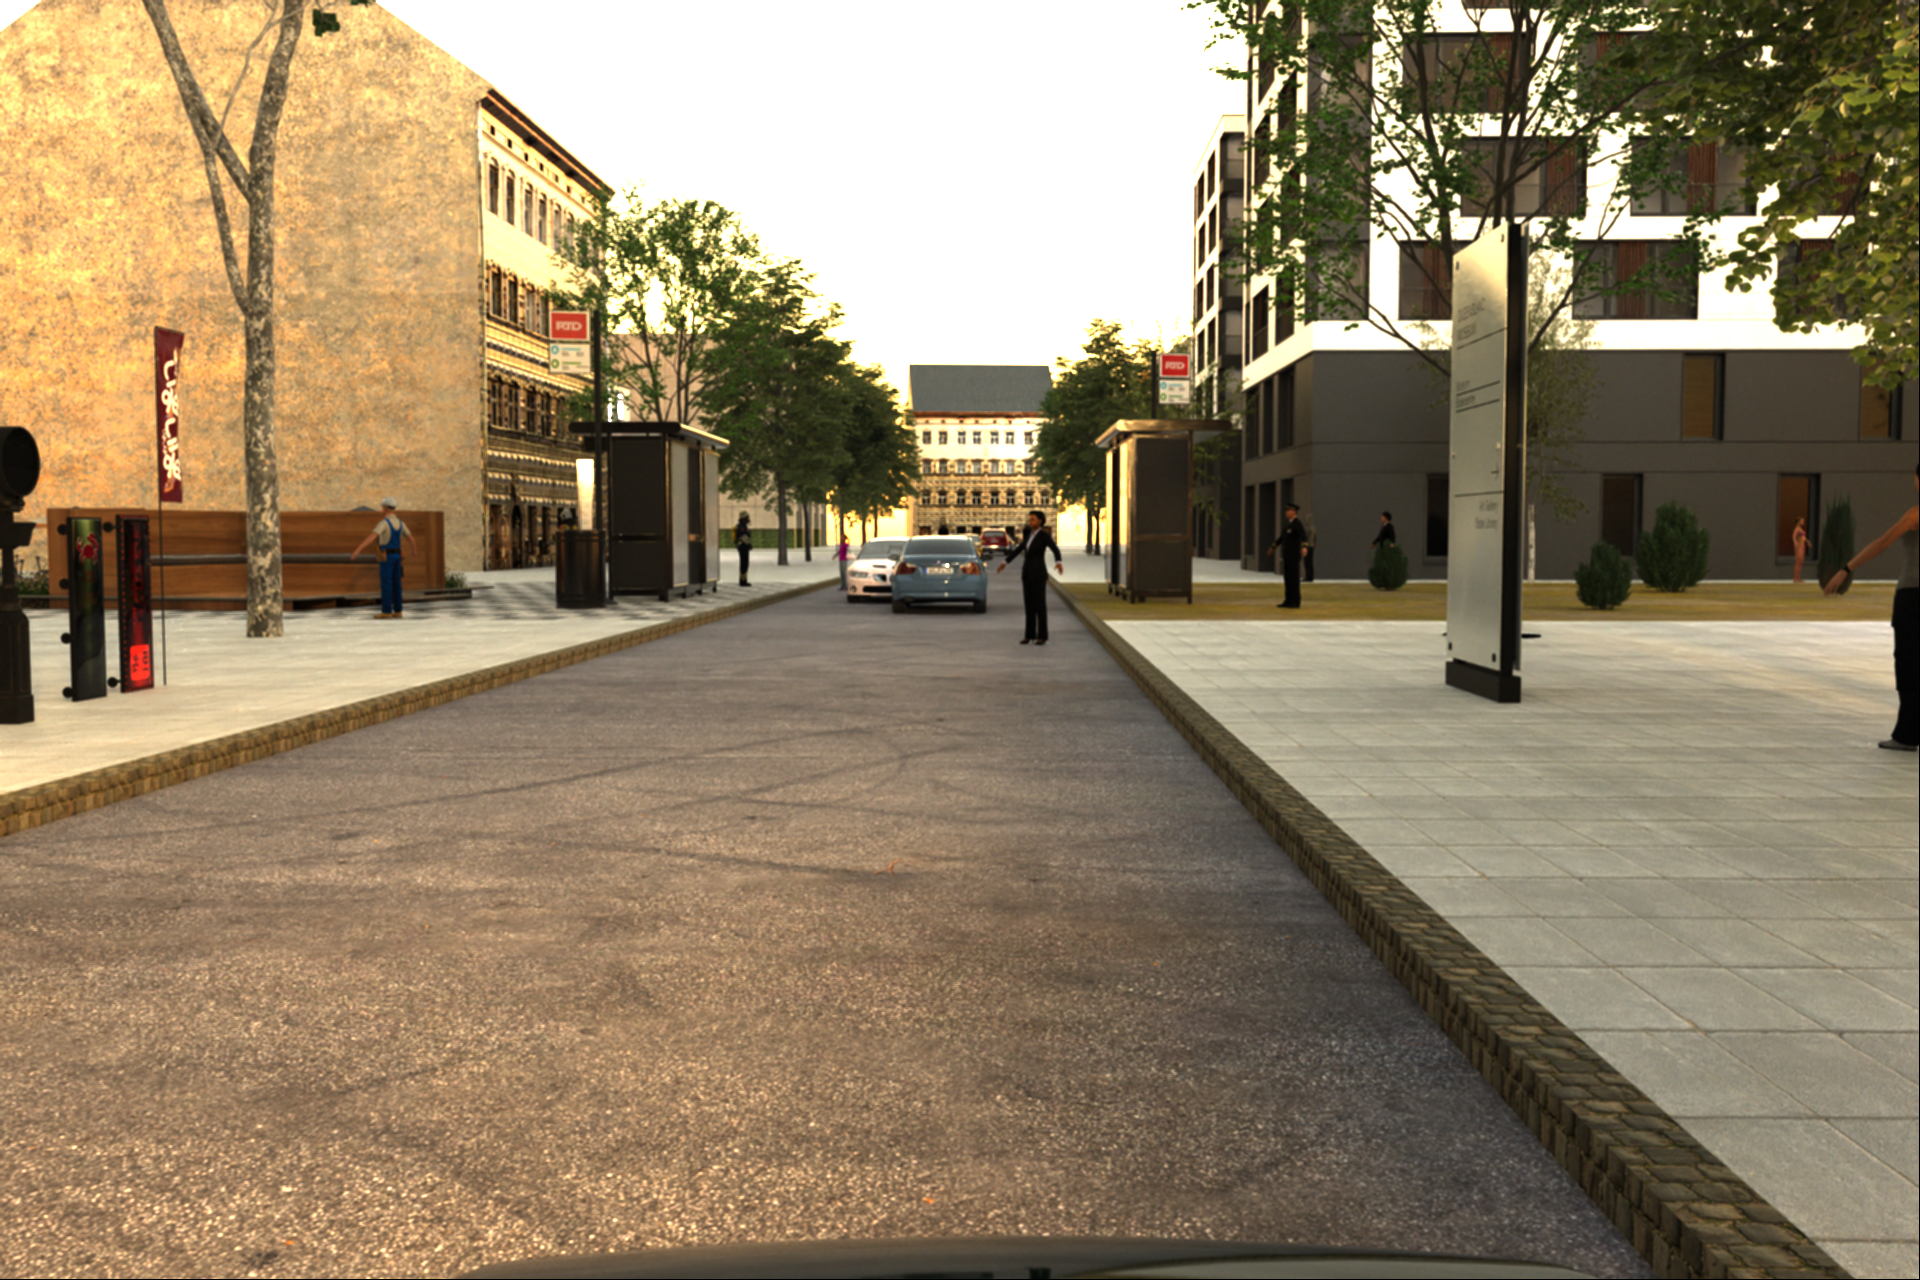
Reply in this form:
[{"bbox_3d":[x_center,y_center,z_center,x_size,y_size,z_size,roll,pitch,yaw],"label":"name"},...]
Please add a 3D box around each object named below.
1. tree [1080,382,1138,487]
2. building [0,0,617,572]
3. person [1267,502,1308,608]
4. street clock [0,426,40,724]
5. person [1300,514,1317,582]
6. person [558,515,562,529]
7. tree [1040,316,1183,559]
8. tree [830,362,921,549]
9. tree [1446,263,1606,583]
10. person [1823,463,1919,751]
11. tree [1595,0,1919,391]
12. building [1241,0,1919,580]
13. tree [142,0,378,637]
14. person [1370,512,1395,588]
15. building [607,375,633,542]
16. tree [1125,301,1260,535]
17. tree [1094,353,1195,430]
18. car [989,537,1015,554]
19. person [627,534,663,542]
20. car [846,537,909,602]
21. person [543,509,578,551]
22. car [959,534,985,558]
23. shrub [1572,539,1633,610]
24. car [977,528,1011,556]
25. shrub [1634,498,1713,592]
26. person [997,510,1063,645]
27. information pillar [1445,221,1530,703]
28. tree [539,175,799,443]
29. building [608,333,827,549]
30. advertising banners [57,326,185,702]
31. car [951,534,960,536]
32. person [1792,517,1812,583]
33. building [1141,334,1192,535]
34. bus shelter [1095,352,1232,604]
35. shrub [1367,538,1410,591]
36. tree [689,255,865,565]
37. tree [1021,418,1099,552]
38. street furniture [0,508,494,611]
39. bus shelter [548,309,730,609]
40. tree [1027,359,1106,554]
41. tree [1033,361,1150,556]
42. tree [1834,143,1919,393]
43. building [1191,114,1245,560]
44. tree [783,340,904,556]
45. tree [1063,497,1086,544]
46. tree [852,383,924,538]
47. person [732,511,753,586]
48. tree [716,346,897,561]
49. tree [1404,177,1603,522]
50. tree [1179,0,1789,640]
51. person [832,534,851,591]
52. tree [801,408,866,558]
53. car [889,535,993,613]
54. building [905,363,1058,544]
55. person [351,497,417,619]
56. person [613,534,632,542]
[{"bbox_3d":[7.699,-8.170,83.941,4.360,8.622,3.978,0,3,0],"label":"tree"},{"bbox_3d":[-25.133,-14.486,67.777,19.493,23.208,18.063,0,4,2],"label":"building"},{"bbox_3d":[5.757,-1.483,30.184,0.705,1.837,1.347,-1,4,-17],"label":"person"},{"bbox_3d":[-6.433,-0.437,11.709,0.358,2.002,0.471,0,4,1],"label":"street clock"},{"bbox_3d":[9.322,-2.468,46.472,0.705,1.813,1.348,2,4,32],"label":"person"},{"bbox_3d":[-10.579,-2.468,46.493,0.704,1.843,1.345,0,4,6],"label":"person"},{"bbox_3d":[7.874,-10.562,90.809,7.486,12.596,7.792,0,3,0],"label":"tree"},{"bbox_3d":[-6.247,-12.035,114.906,7.486,12.596,7.792,0,3,0],"label":"tree"},{"bbox_3d":[15.066,-5.797,45.144,4.360,8.622,3.978,0,3,0],"label":"tree"},{"bbox_3d":[5.719,-0.217,10.356,1.217,1.737,0.721,-1,4,-14],"label":"person"},{"bbox_3d":[6.209,-5.460,7.396,7.486,12.596,7.792,0,3,0],"label":"tree"},{"bbox_3d":[24.121,-13.457,63.989,27.936,21.610,32.646,0,4,1],"label":"building"},{"bbox_3d":[-9.893,-10.159,21.981,12.611,20.169,13.585,0,3,0],"label":"tree"},{"bbox_3d":[10.202,-2.167,41.616,0.705,1.806,1.347,0,4,-8],"label":"person"},{"bbox_3d":[-22.165,-9.253,93.428,9.099,9.664,28.070,0,4,1],"label":"building"},{"bbox_3d":[6.988,-6.373,54.557,4.737,8.622,4.395,0,3,0],"label":"tree"},{"bbox_3d":[7.692,-7.397,71.306,4.737,8.622,4.395,0,3,0],"label":"tree"},{"bbox_3d":[2.953,-6.881,124.502,2.014,1.417,4.499,0,4,0],"label":"car"},{"bbox_3d":[-7.450,-2.115,41.044,1.216,1.772,0.721,-3,5,-43],"label":"person"},{"bbox_3d":[-1.406,-1.560,37.860,2.083,1.381,4.827,0,4,2],"label":"car"},{"bbox_3d":[-9.224,-2.128,40.566,0.705,1.858,1.354,2,4,29],"label":"person"},{"bbox_3d":[0.520,-5.733,103.965,2.015,1.641,3.980,0,4,1],"label":"car"},{"bbox_3d":[10.927,-1.121,29.446,1.383,1.207,1.383,0,3,0],"label":"shrub"},{"bbox_3d":[2.251,-6.512,115.140,2.281,1.827,5.304,0,4,1],"label":"car"},{"bbox_3d":[15.751,-2.097,38.320,1.661,2.075,1.752,0,3,0],"label":"shrub"},{"bbox_3d":[0.920,-0.812,22.453,0.721,1.740,1.216,-3,5,-39],"label":"person"},{"bbox_3d":[4.207,-1.380,13.877,0.184,3.620,1.656,0,4,2],"label":"information pillar"},{"bbox_3d":[-8.241,-7.624,50.400,9.928,11.665,9.643,0,3,0],"label":"tree"},{"bbox_3d":[-22.731,-18.448,168.086,16.747,18.905,31.486,0,4,1],"label":"building"},{"bbox_3d":[-6.757,-1.096,14.104,0.090,3.025,2.074,0,4,1],"label":"advertising banners"},{"bbox_3d":[0.046,-6.489,117.894,2.131,1.459,4.920,0,4,2],"label":"car"},{"bbox_3d":[22.290,-2.388,45.840,0.721,1.733,1.217,3,5,42],"label":"person"},{"bbox_3d":[26.820,-20.449,165.263,19.493,23.208,18.063,0,4,2],"label":"building"},{"bbox_3d":[3.993,-3.564,35.902,2.179,5.291,8.768,0,4,1],"label":"bus shelter"},{"bbox_3d":[9.685,-1.714,39.146,1.383,1.207,1.383,0,3,0],"label":"shrub"},{"bbox_3d":[-7.495,-9.329,70.663,7.486,12.596,7.792,0,3,0],"label":"tree"},{"bbox_3d":[9.613,-13.115,124.794,12.009,13.543,11.850,0,3,0],"label":"tree"},{"bbox_3d":[-13.610,-1.634,33.564,11.010,1.723,9.812,1,4,13],"label":"street furniture"},{"bbox_3d":[-6.230,-3.431,33.734,2.179,5.291,8.768,0,4,1],"label":"bus shelter"},{"bbox_3d":[7.983,-11.893,112.572,7.486,12.596,7.792,0,3,0],"label":"tree"},{"bbox_3d":[8.143,-10.847,103.098,9.928,11.665,9.643,0,3,0],"label":"tree"},{"bbox_3d":[15.635,-4.700,27.205,4.737,8.622,4.395,0,3,0],"label":"tree"},{"bbox_3d":[27.173,-15.686,100.441,27.936,21.610,32.646,0,4,2],"label":"building"},{"bbox_3d":[-7.125,-11.260,102.223,7.486,12.596,7.792,0,3,0],"label":"tree"},{"bbox_3d":[15.304,-16.456,219.409,4.360,8.622,3.978,0,3,0],"label":"tree"},{"bbox_3d":[-6.359,-12.956,129.956,7.486,12.596,7.792,0,3,0],"label":"tree"},{"bbox_3d":[-5.277,-2.248,42.534,0.705,1.856,1.354,-1,4,-12],"label":"person"},{"bbox_3d":[-7.164,-8.998,81.523,8.767,10.594,7.601,-1,4,-9],"label":"tree"},{"bbox_3d":[11.569,-5.234,35.936,4.360,8.622,3.978,0,3,0],"label":"tree"},{"bbox_3d":[6.592,-5.850,21.406,9.928,11.665,9.643,0,3,0],"label":"tree"},{"bbox_3d":[-3.000,-1.964,43.841,0.599,1.433,0.991,-2,4,-28],"label":"person"},{"bbox_3d":[-6.762,-8.734,93.169,4.737,8.622,4.395,0,3,0],"label":"tree"},{"bbox_3d":[-0.368,-1.272,32.794,2.014,1.417,4.499,0,4,0],"label":"car"},{"bbox_3d":[2.454,-23.800,222.507,18.063,23.208,19.493,0,4,-4],"label":"building"},{"bbox_3d":[-8.695,-1.254,26.354,0.705,1.847,1.347,2,4,24],"label":"person"},{"bbox_3d":[-11.477,-3.278,59.814,1.346,1.802,0.704,1,4,13],"label":"person"}]
